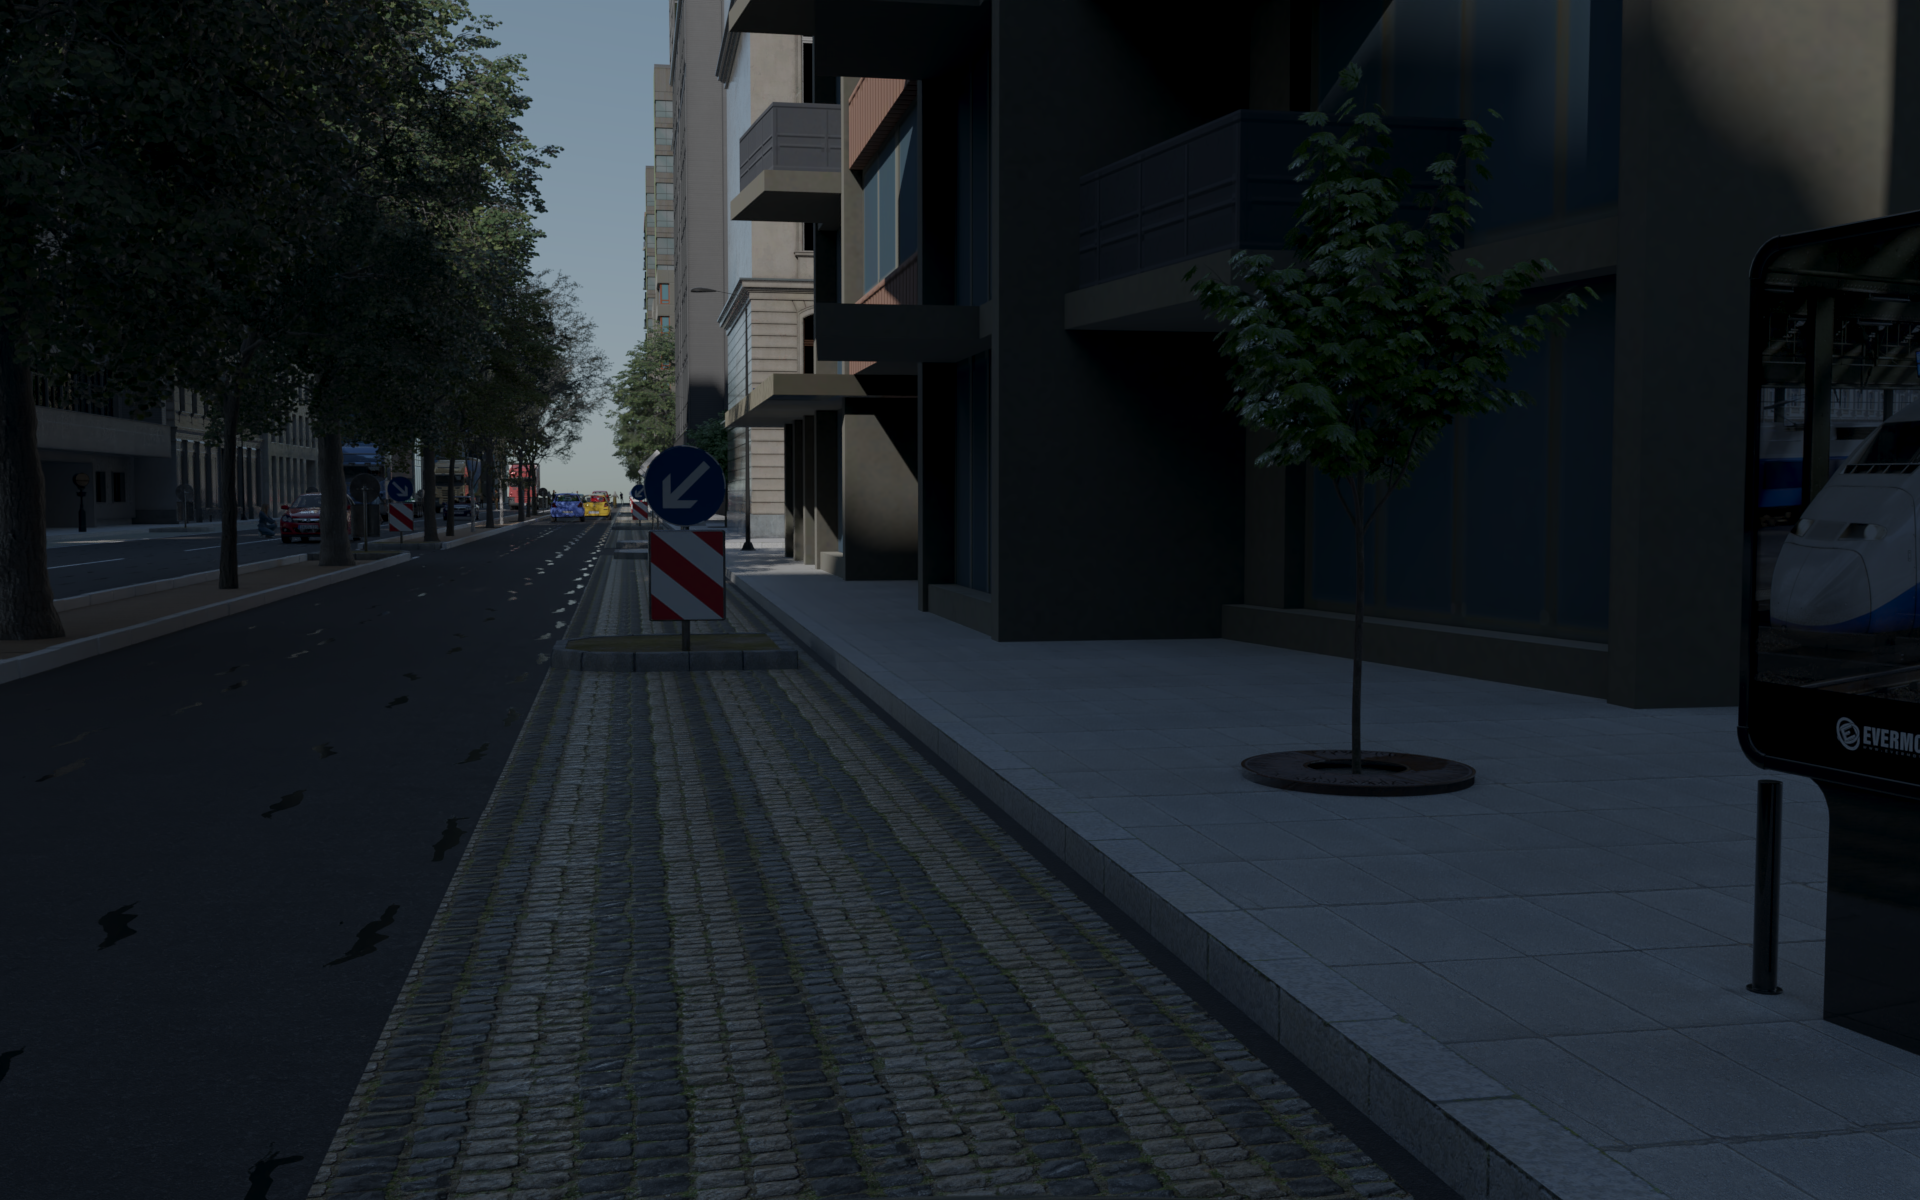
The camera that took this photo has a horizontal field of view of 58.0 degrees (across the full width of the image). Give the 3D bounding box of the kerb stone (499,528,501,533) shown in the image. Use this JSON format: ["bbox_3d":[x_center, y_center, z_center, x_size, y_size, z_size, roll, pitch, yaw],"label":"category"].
[{"bbox_3d":[-16.828,-2.479,62.810,0.120,0.150,1.000,-1,4,-11],"label":"kerb stone"}]

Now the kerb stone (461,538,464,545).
[{"bbox_3d":[-14.122,-1.621,48.698,0.120,0.150,1.000,-1,4,-11],"label":"kerb stone"}]

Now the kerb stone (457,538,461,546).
[{"bbox_3d":[-13.923,-1.557,47.689,0.120,0.150,1.000,-1,4,-11],"label":"kerb stone"}]

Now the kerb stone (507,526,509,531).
[{"bbox_3d":[-17.598,-2.731,66.840,0.120,0.150,1.000,-1,4,-11],"label":"kerb stone"}]

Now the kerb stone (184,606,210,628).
[{"bbox_3d":[-8.428,0.197,18.976,0.120,0.150,1.000,-1,4,-11],"label":"kerb stone"}]

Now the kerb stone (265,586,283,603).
[{"bbox_3d":[-9.196,-0.050,23.012,0.120,0.150,1.000,-1,4,-11],"label":"kerb stone"}]

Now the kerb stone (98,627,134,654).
[{"bbox_3d":[-7.845,0.382,15.960,0.120,0.150,1.000,-1,4,-11],"label":"kerb stone"}]

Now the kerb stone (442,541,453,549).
[{"bbox_3d":[-13.547,-1.436,45.674,0.120,0.150,1.000,-1,4,-11],"label":"kerb stone"}]

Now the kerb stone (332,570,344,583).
[{"bbox_3d":[-10.166,-0.355,28.049,0.120,0.150,1.000,-1,4,-11],"label":"kerb stone"}]

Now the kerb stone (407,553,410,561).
[{"bbox_3d":[-11.905,-0.912,37.100,0.120,0.150,1.000,-1,4,-11],"label":"kerb stone"}]

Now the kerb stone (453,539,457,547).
[{"bbox_3d":[-13.732,-1.496,46.679,0.120,0.150,1.000,-1,4,-11],"label":"kerb stone"}]

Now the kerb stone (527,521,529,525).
[{"bbox_3d":[-20.112,-3.526,79.919,0.120,0.150,1.000,-1,4,-11],"label":"kerb stone"}]

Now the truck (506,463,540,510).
[{"bbox_3d":[-39.363,-10.256,156.604,2.839,4.237,11.283,-1,4,-12],"label":"truck"}]

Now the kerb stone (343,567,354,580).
[{"bbox_3d":[-10.354,-0.419,29.054,0.120,0.150,1.000,-1,4,-11],"label":"kerb stone"}]

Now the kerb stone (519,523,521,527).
[{"bbox_3d":[-18.945,-3.160,73.881,0.120,0.150,1.000,-1,4,-11],"label":"kerb stone"}]

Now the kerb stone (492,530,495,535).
[{"bbox_3d":[-16.246,-2.296,59.775,0.120,0.150,1.000,-1,4,-11],"label":"kerb stone"}]

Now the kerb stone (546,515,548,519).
[{"bbox_3d":[-23.580,-4.640,98.057,0.120,0.150,1.000,-1,4,-11],"label":"kerb stone"}]

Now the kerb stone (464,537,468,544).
[{"bbox_3d":[-14.312,-1.681,49.703,0.120,0.150,1.000,-1,4,-11],"label":"kerb stone"}]

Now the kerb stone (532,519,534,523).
[{"bbox_3d":[-20.877,-3.771,83.951,0.120,0.150,1.000,-1,4,-11],"label":"kerb stone"}]

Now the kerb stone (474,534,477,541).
[{"bbox_3d":[-14.891,-1.863,52.715,0.120,0.150,1.000,-1,4,-11],"label":"kerb stone"}]

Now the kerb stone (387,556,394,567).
[{"bbox_3d":[-11.321,-0.727,34.090,0.120,0.150,1.000,-1,4,-11],"label":"kerb stone"}]

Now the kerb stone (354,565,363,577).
[{"bbox_3d":[-10.549,-0.481,30.057,0.120,0.150,1.000,-1,4,-11],"label":"kerb stone"}]

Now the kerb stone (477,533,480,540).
[{"bbox_3d":[-15.084,-1.928,53.725,0.120,0.150,1.000,-1,4,-11],"label":"kerb stone"}]

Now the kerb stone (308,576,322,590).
[{"bbox_3d":[-9.776,-0.234,26.025,0.120,0.150,1.000,-1,4,-11],"label":"kerb stone"}]

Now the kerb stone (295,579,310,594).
[{"bbox_3d":[-9.581,-0.167,25.020,0.120,0.150,1.000,-1,4,-11],"label":"kerb stone"}]

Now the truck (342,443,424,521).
[{"bbox_3d":[-32.257,-6.544,96.759,2.967,4.110,18.799,-1,4,-11],"label":"truck"}]

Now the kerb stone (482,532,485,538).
[{"bbox_3d":[-15.475,-2.048,55.737,0.120,0.150,1.000,-1,4,-11],"label":"kerb stone"}]

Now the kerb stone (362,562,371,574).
[{"bbox_3d":[-10.743,-0.542,31.061,0.120,0.150,1.000,-1,4,-11],"label":"kerb stone"}]

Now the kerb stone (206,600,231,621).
[{"bbox_3d":[-8.624,0.135,19.993,0.120,0.150,1.000,-1,4,-11],"label":"kerb stone"}]

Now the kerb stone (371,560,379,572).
[{"bbox_3d":[-10.935,-0.596,32.078,0.120,0.150,1.000,-1,4,-11],"label":"kerb stone"}]

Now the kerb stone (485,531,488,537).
[{"bbox_3d":[-15.664,-2.113,56.745,0.120,0.150,1.000,-1,4,-11],"label":"kerb stone"}]

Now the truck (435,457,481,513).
[{"bbox_3d":[-38.779,-8.843,133.488,2.839,4.237,11.283,-1,4,-9],"label":"truck"}]

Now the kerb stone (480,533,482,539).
[{"bbox_3d":[-15.280,-1.986,54.734,0.120,0.150,1.000,-1,4,-11],"label":"kerb stone"}]

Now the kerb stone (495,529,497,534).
[{"bbox_3d":[-16.439,-2.359,60.788,0.120,0.150,1.000,-1,4,-11],"label":"kerb stone"}]

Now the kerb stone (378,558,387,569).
[{"bbox_3d":[-11.130,-0.666,33.081,0.120,0.150,1.000,-1,4,-11],"label":"kerb stone"}]

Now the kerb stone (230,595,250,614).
[{"bbox_3d":[-8.808,0.073,21.004,0.120,0.150,1.000,-1,4,-11],"label":"kerb stone"}]

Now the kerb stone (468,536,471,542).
[{"bbox_3d":[-14.507,-1.744,50.706,0.120,0.150,1.000,-1,4,-11],"label":"kerb stone"}]

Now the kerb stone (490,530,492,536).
[{"bbox_3d":[-16.051,-2.237,58.765,0.120,0.150,1.000,-1,4,-11],"label":"kerb stone"}]

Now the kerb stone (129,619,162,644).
[{"bbox_3d":[-8.037,0.325,16.965,0.120,0.150,1.000,-1,4,-11],"label":"kerb stone"}]

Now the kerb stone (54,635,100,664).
[{"bbox_3d":[-7.662,0.443,14.954,0.120,0.150,1.000,-1,4,-11],"label":"kerb stone"}]

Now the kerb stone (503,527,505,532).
[{"bbox_3d":[-17.214,-2.608,64.829,0.120,0.150,1.000,-1,4,-11],"label":"kerb stone"}]

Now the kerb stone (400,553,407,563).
[{"bbox_3d":[-11.707,-0.850,36.097,0.120,0.150,1.000,-1,4,-11],"label":"kerb stone"}]

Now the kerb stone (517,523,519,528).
[{"bbox_3d":[-18.756,-3.099,72.867,0.120,0.150,1.000,-1,4,-11],"label":"kerb stone"}]

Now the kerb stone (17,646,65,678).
[{"bbox_3d":[-7.460,0.511,13.952,0.120,0.150,1.000,-1,4,-11],"label":"kerb stone"}]

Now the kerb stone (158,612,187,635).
[{"bbox_3d":[-8.234,0.261,17.968,0.120,0.150,1.000,-1,4,-11],"label":"kerb stone"}]

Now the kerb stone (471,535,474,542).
[{"bbox_3d":[-14.699,-1.802,51.710,0.120,0.150,1.000,-1,4,-11],"label":"kerb stone"}]

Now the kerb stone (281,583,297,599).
[{"bbox_3d":[-9.392,-0.110,24.016,0.120,0.150,1.000,-1,4,-11],"label":"kerb stone"}]

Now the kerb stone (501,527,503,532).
[{"bbox_3d":[-17.023,-2.543,63.822,0.120,0.150,1.000,-1,4,-11],"label":"kerb stone"}]

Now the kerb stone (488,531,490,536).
[{"bbox_3d":[-15.865,-2.175,57.754,0.120,0.150,1.000,-1,4,-11],"label":"kerb stone"}]

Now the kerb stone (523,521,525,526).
[{"bbox_3d":[-19.526,-3.346,76.907,0.120,0.150,1.000,-1,4,-11],"label":"kerb stone"}]

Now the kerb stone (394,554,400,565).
[{"bbox_3d":[-11.519,-0.789,35.093,0.120,0.150,1.000,-1,4,-11],"label":"kerb stone"}]

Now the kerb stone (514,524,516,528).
[{"bbox_3d":[-18.373,-2.976,70.859,0.120,0.150,1.000,-1,4,-11],"label":"kerb stone"}]

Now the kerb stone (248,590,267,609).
[{"bbox_3d":[-9.007,0.012,22.007,0.120,0.150,1.000,-1,4,-11],"label":"kerb stone"}]

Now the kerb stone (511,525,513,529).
[{"bbox_3d":[-17.981,-2.854,68.853,0.120,0.150,1.000,-1,4,-11],"label":"kerb stone"}]

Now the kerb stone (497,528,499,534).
[{"bbox_3d":[-16.628,-2.419,61.794,0.120,0.150,1.000,-1,4,-11],"label":"kerb stone"}]

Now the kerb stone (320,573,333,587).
[{"bbox_3d":[-9.978,-0.296,27.034,0.120,0.150,1.000,-1,4,-11],"label":"kerb stone"}]

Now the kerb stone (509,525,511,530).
[{"bbox_3d":[-17.792,-2.792,67.843,0.120,0.150,1.000,-1,4,-11],"label":"kerb stone"}]

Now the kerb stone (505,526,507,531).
[{"bbox_3d":[-17.404,-2.665,65.834,0.120,0.150,1.000,-1,4,-11],"label":"kerb stone"}]
